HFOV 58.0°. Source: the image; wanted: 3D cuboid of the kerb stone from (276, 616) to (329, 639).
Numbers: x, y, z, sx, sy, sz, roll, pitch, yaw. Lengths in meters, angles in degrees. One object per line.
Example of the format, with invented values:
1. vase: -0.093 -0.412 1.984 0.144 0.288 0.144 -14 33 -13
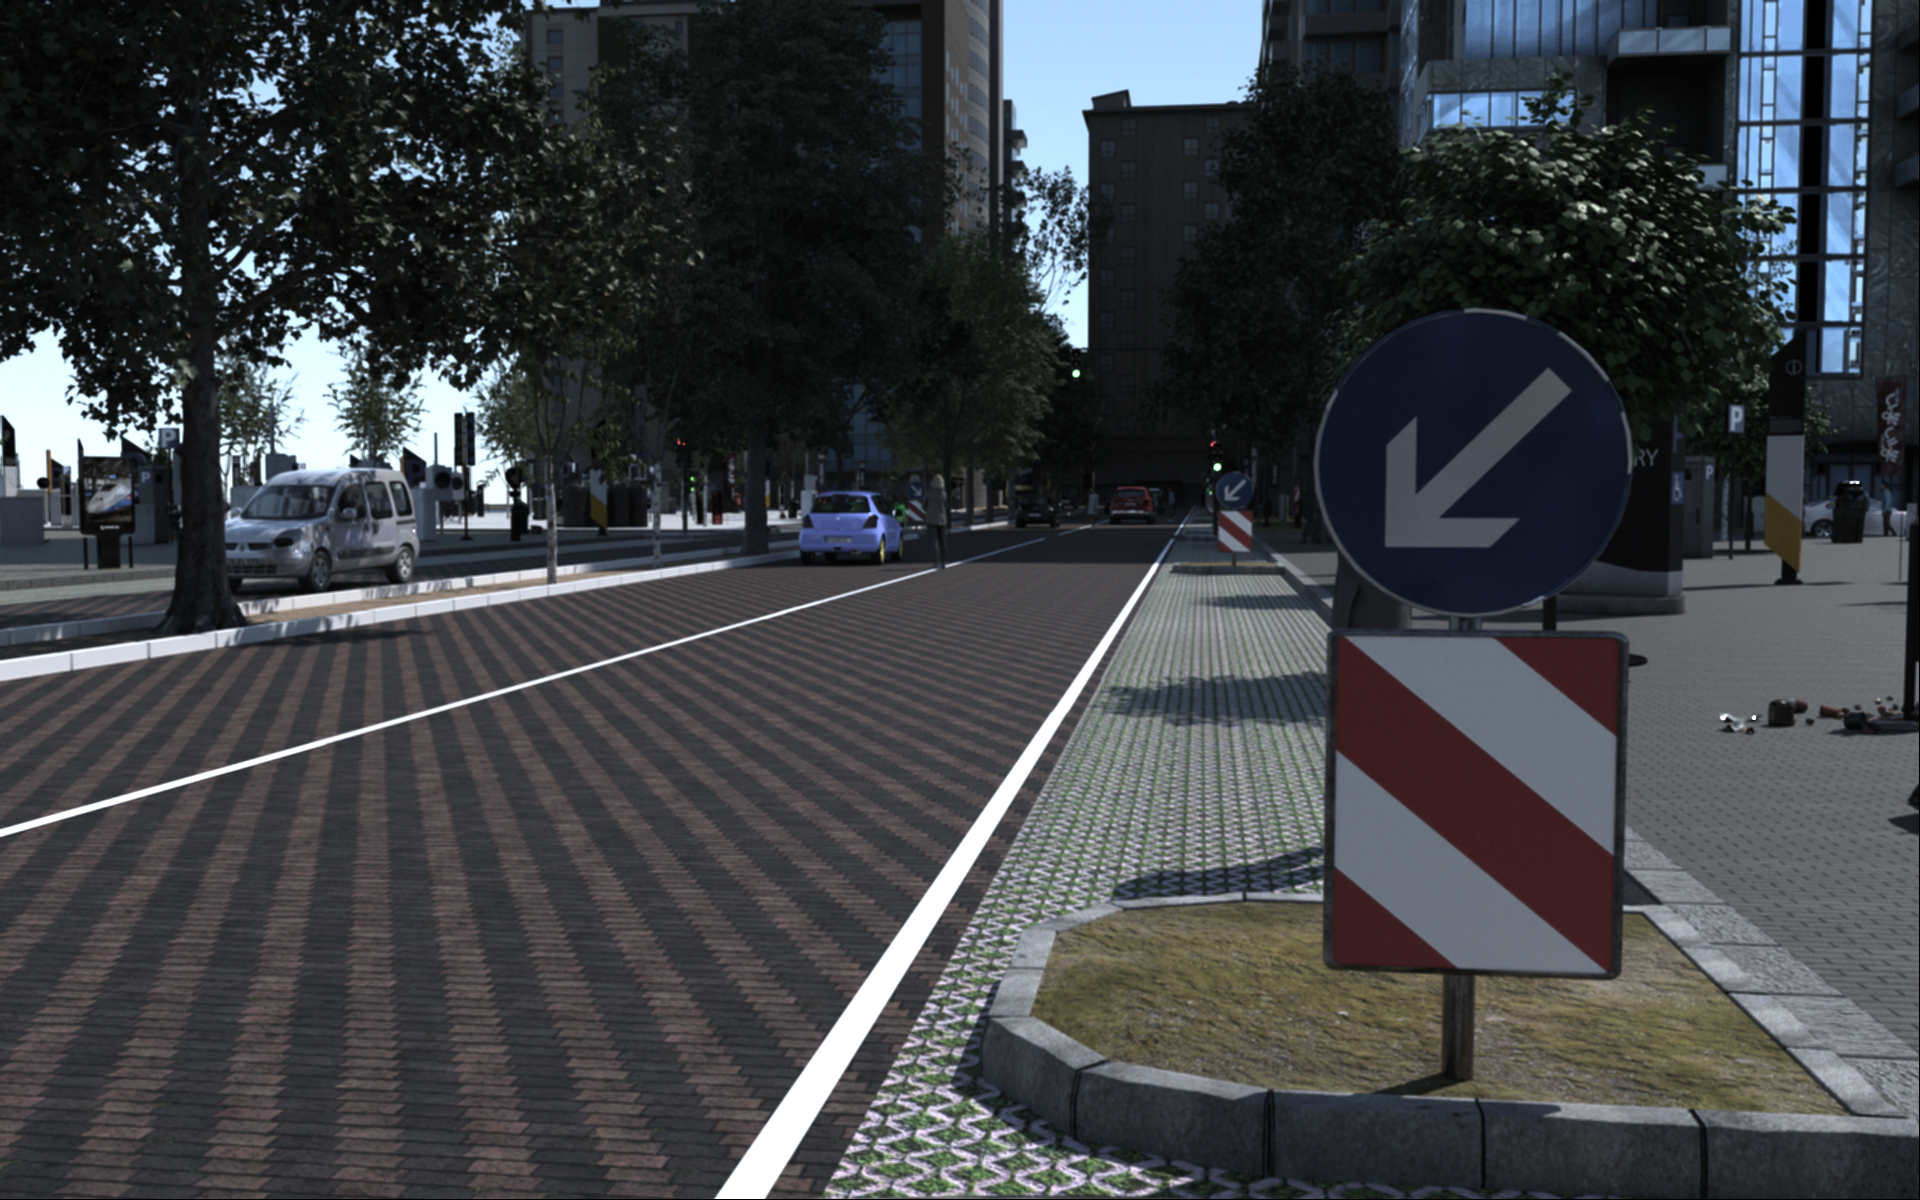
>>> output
1. kerb stone: -6.732 0.283 17.571 0.120 0.150 1.000 0 4 8

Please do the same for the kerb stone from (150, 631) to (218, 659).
1. kerb stone: -7.016 0.410 15.530 0.120 0.150 1.000 0 4 8

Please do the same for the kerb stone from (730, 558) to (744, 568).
1. kerb stone: -4.454 -0.711 33.819 0.120 0.150 1.000 0 4 8

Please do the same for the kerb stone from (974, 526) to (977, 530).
1. kerb stone: 0.453 -2.854 68.864 0.120 0.150 1.000 0 4 8

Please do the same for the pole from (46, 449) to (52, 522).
1. pole: -41.640 -5.221 79.207 0.158 3.312 0.155 0 3 0

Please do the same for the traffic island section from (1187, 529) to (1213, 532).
1. traffic island section: 9.050 -2.394 61.426 2.009 0.180 2.903 0 4 8

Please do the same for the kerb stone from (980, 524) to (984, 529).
1. kerb stone: 0.738 -2.970 70.903 0.120 0.150 1.000 0 4 8

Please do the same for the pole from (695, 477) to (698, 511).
1. pole: -20.249 -8.528 133.274 0.158 3.312 0.155 0 3 0

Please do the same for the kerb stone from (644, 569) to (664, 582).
1. kerb stone: -5.171 -0.397 28.732 0.120 0.150 1.000 0 4 8

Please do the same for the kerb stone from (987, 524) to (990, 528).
1. kerb stone: 1.029 -3.103 72.934 0.120 0.150 1.000 0 4 8

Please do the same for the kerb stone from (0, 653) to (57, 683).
1. kerb stone: -7.304 0.533 13.485 0.120 0.150 1.000 0 4 8

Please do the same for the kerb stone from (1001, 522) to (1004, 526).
1. kerb stone: 1.731 -3.413 78.004 0.120 0.150 1.000 0 4 8

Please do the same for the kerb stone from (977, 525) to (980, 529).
1. kerb stone: 0.592 -2.916 69.877 0.120 0.150 1.000 0 4 8

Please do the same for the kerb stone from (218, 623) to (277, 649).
1. kerb stone: -6.870 0.346 16.546 0.120 0.150 1.000 0 4 8

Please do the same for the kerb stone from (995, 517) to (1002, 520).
1. kerb stone: 2.069 -4.485 95.532 0.120 0.150 1.000 0 4 8

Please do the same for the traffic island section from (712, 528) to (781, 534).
1. traffic island section: -7.777 -2.538 63.778 2.009 0.180 2.903 0 4 8

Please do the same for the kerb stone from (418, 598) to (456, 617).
1. kerb stone: -6.304 0.098 20.622 0.120 0.150 1.000 0 4 8

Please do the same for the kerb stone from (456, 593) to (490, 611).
1. kerb stone: -6.159 0.034 21.633 0.120 0.150 1.000 0 4 8

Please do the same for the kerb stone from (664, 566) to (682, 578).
1. kerb stone: -5.027 -0.462 29.750 0.120 0.150 1.000 0 4 8

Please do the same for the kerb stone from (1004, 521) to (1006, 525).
1. kerb stone: 1.865 -3.475 79.017 0.120 0.150 1.000 0 4 8

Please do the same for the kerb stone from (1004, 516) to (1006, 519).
1. kerb stone: 2.349 -4.607 97.571 0.120 0.150 1.000 0 4 8

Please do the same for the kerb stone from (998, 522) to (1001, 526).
1. kerb stone: 1.592 -3.351 76.991 0.120 0.150 1.000 0 4 8

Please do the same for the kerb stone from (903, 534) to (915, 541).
1. kerb stone: -1.620 -1.950 54.099 0.120 0.150 1.000 0 4 8

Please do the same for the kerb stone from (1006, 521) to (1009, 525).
1. kerb stone: 2.015 -3.537 80.028 0.120 0.150 1.000 0 4 8

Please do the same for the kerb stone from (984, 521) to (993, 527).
1. kerb stone: 1.161 -3.165 73.948 0.120 0.150 1.000 0 4 8

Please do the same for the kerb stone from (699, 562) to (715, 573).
1. kerb stone: -4.738 -0.586 31.778 0.120 0.150 1.000 0 4 8

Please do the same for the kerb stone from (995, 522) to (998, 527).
1. kerb stone: 1.447 -3.288 75.975 0.120 0.150 1.000 0 4 8

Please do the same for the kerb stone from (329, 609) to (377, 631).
1. kerb stone: -6.584 0.227 18.591 0.120 0.150 1.000 0 4 8

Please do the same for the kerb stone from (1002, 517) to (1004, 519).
1. kerb stone: 2.199 -4.547 96.546 0.120 0.150 1.000 0 4 8

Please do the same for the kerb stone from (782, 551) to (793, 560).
1. kerb stone: -3.887 -0.955 37.871 0.120 0.150 1.000 0 4 8

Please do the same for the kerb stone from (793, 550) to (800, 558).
1. kerb stone: -3.750 -1.018 38.883 0.120 0.150 1.000 0 4 8

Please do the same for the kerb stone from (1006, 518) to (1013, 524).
1. kerb stone: 2.302 -3.661 82.058 0.120 0.150 1.000 0 4 8

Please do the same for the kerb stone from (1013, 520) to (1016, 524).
1. kerb stone: 2.444 -3.723 83.071 0.120 0.150 1.000 0 4 8

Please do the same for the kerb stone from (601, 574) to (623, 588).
1. kerb stone: -5.454 -0.276 26.707 0.120 0.150 1.000 0 4 8

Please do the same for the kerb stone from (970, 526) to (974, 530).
1. kerb stone: 0.308 -2.792 67.853 0.120 0.150 1.000 0 4 8

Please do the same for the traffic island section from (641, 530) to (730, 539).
1. traffic island section: -8.884 -2.054 55.870 2.009 0.180 2.903 0 4 8

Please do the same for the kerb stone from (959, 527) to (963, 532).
1. kerb stone: -0.123 -2.605 64.793 0.120 0.150 1.000 0 4 8

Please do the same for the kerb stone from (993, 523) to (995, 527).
1. kerb stone: 1.304 -3.227 74.963 0.120 0.150 1.000 0 4 8

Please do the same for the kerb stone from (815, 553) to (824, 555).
1. kerb stone: -3.321 -1.202 41.920 0.120 0.150 1.000 0 4 8

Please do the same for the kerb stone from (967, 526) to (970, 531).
1. kerb stone: 0.160 -2.730 66.828 0.120 0.150 1.000 0 4 8

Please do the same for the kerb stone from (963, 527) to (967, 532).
1. kerb stone: 0.032 -2.665 65.811 0.120 0.150 1.000 0 4 8

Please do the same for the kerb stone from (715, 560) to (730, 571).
1. kerb stone: -4.591 -0.644 32.807 0.120 0.150 1.000 0 4 8

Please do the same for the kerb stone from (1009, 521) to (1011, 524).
1. kerb stone: 2.161 -3.595 81.044 0.120 0.150 1.000 0 4 8

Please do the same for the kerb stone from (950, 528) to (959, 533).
1. kerb stone: -0.258 -2.543 63.778 0.120 0.150 1.000 0 4 8

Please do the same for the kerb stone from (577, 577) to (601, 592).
1. kerb stone: -5.594 -0.214 25.694 0.120 0.150 1.000 0 4 8

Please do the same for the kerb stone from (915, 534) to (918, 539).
1. kerb stone: -1.469 -2.013 55.110 0.120 0.150 1.000 0 4 8

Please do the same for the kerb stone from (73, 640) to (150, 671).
1. kerb stone: -7.160 0.471 14.497 0.120 0.150 1.000 0 4 8

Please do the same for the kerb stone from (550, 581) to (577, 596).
1. kerb stone: -5.732 -0.150 24.680 0.120 0.150 1.000 0 4 8

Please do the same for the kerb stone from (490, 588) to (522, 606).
1. kerb stone: -6.018 -0.023 22.654 0.120 0.150 1.000 0 4 8

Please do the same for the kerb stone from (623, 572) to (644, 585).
1. kerb stone: -5.311 -0.338 27.719 0.120 0.150 1.000 0 4 8

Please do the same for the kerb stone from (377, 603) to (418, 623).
1. kerb stone: -6.448 0.158 19.608 0.120 0.150 1.000 0 4 8

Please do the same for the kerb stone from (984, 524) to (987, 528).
1. kerb stone: 0.875 -3.035 71.917 0.120 0.150 1.000 0 4 8

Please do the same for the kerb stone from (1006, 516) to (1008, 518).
1. kerb stone: 2.486 -4.673 98.593 0.120 0.150 1.000 0 4 8

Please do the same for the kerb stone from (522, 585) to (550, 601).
1. kerb stone: -5.879 -0.090 23.669 0.120 0.150 1.000 0 4 8

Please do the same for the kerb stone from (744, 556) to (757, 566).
1. kerb stone: -4.312 -0.773 34.831 0.120 0.150 1.000 0 4 8

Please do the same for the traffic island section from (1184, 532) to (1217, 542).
1. traffic island section: 7.943 -1.911 53.518 2.009 0.180 2.903 0 4 8

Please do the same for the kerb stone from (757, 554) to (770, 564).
1. kerb stone: -4.170 -0.828 35.844 0.120 0.150 1.000 0 4 8

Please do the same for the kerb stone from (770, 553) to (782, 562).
1. kerb stone: -4.025 -0.897 36.858 0.120 0.150 1.000 0 4 8

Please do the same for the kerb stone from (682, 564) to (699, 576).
1. kerb stone: -4.884 -0.524 30.767 0.120 0.150 1.000 0 4 8
